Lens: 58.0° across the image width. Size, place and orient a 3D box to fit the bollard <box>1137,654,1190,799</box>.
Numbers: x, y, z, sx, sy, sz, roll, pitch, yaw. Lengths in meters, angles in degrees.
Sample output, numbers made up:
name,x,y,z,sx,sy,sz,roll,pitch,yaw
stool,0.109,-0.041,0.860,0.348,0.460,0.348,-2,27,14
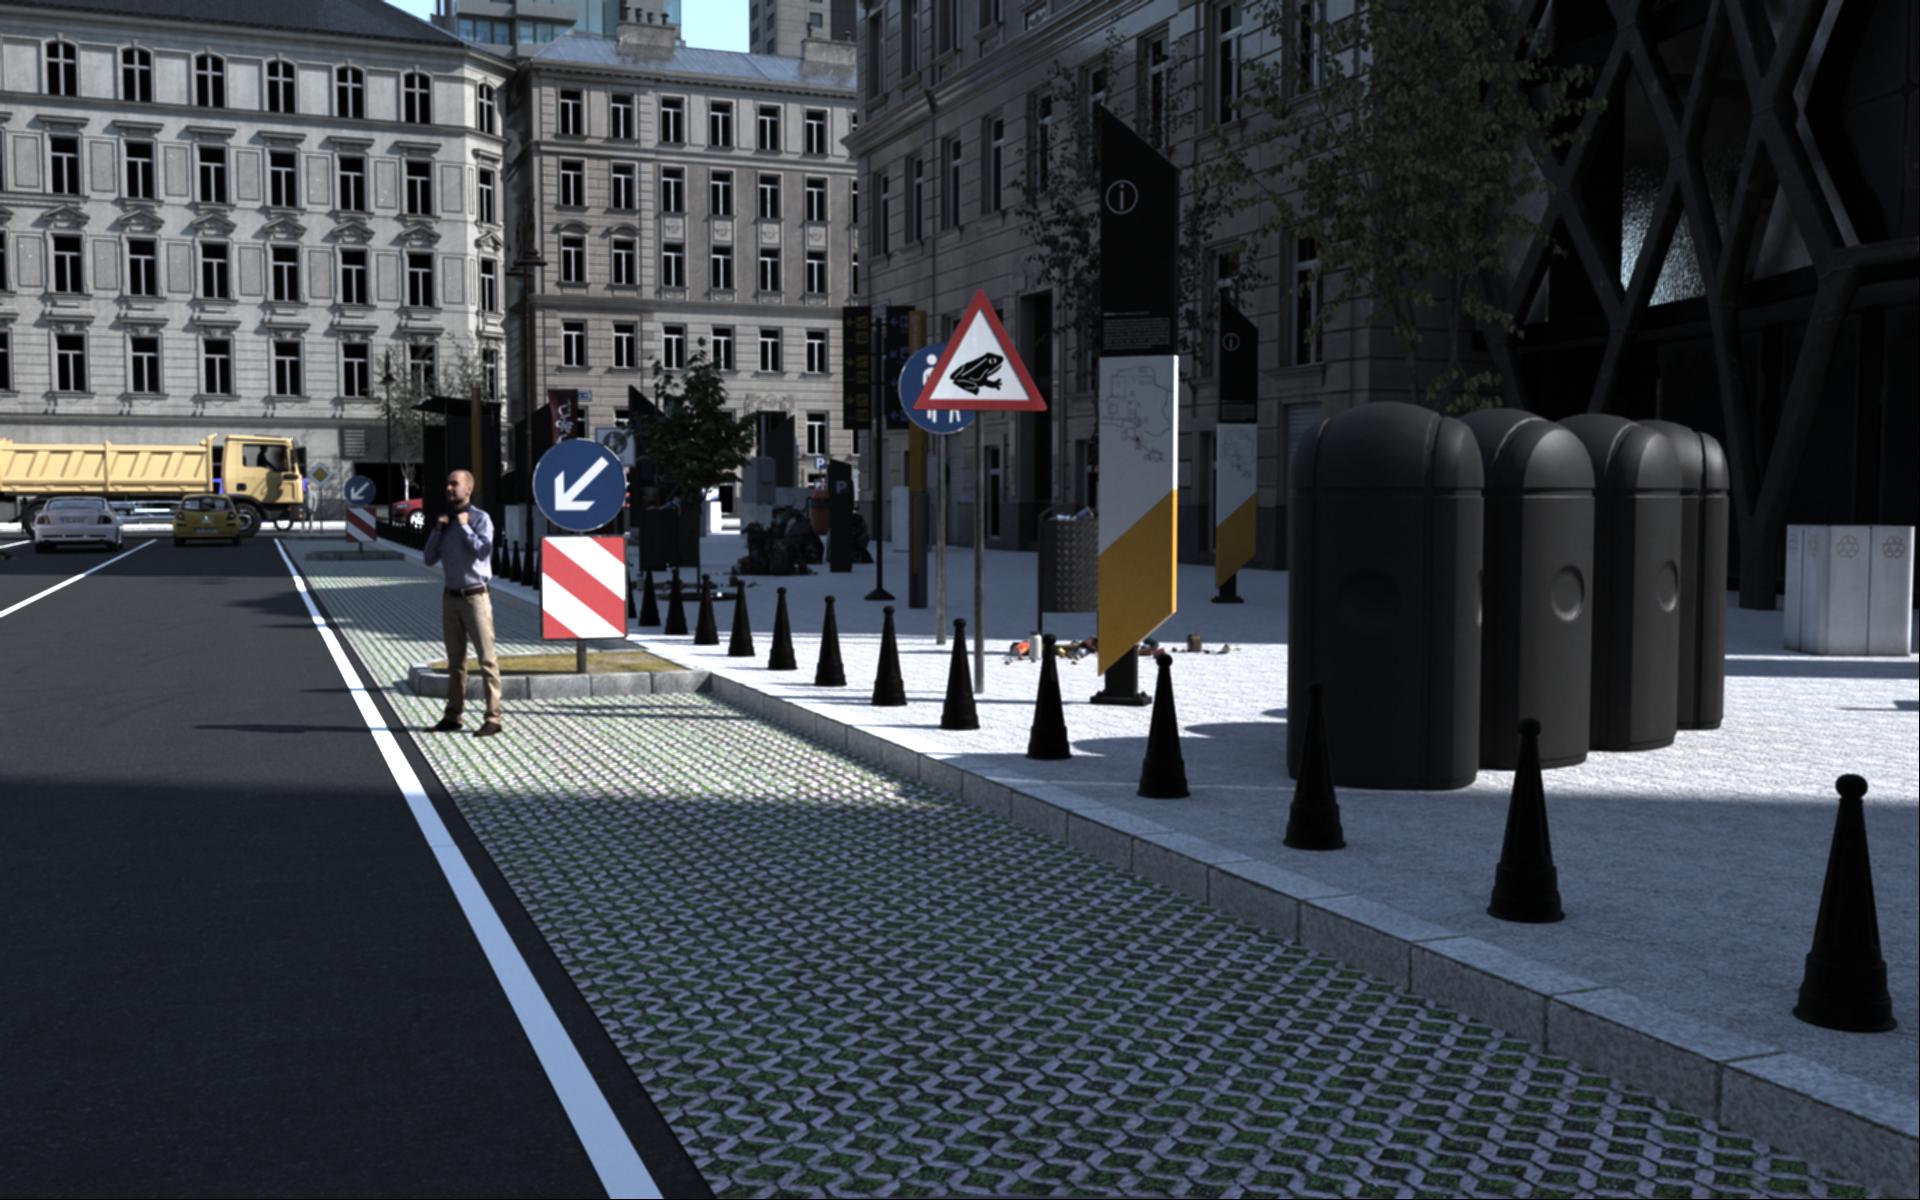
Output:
name,x,y,z,sx,sy,sz,roll,pitch,yaw
bollard,0.868,0.530,7.378,0.229,0.601,0.229,0,3,0

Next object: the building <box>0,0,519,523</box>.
name,x,y,z,sx,sy,sz,roll,pitch,yaw
building,-44.487,-18.774,83.366,44.131,29.872,17.030,-1,4,-22

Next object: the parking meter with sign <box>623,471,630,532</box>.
name,x,y,z,sx,sy,sz,roll,pitch,yaw
parking meter with sign,-11.643,-3.792,58.266,1.738,3.016,0.543,2,4,25

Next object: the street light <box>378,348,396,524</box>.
name,x,y,z,sx,sy,sz,roll,pitch,yaw
street light,-18.105,-5.022,54.904,0.468,5.910,1.993,-1,4,-22

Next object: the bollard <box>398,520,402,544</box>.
name,x,y,z,sx,sy,sz,roll,pitch,yaw
bollard,-13.858,-1.669,43.330,0.229,0.601,0.229,0,3,0

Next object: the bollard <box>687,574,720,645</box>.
name,x,y,z,sx,sy,sz,roll,pitch,yaw
bollard,-2.166,0.077,14.779,0.229,0.601,0.229,0,3,0

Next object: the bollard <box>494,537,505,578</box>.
name,x,y,z,sx,sy,sz,roll,pitch,yaw
bollard,-6.926,-0.634,26.403,0.229,0.601,0.229,0,3,0

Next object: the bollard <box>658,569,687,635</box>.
name,x,y,z,sx,sy,sz,roll,pitch,yaw
bollard,-2.597,0.013,15.833,0.229,0.601,0.229,0,3,0

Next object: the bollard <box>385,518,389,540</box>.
name,x,y,z,sx,sy,sz,roll,pitch,yaw
bollard,-15.592,-1.927,47.554,0.229,0.601,0.229,0,3,0

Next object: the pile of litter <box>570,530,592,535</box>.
name,x,y,z,sx,sy,sz,roll,pitch,yaw
pile of litter,-7.266,-1.213,33.795,1.719,0.858,1.176,3,5,43

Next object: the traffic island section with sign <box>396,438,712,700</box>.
name,x,y,z,sx,sy,sz,roll,pitch,yaw
traffic island section with sign,-3.070,-0.265,12.960,1.989,1.847,2.006,-1,4,-22

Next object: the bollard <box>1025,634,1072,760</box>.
name,x,y,z,sx,sy,sz,roll,pitch,yaw
bollard,0.433,0.465,8.439,0.229,0.601,0.229,0,3,0

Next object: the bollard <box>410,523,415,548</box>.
name,x,y,z,sx,sy,sz,roll,pitch,yaw
bollard,-12.561,-1.476,40.166,0.229,0.601,0.229,0,3,0

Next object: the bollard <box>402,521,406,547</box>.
name,x,y,z,sx,sy,sz,roll,pitch,yaw
bollard,-13.429,-1.604,42.273,0.229,0.601,0.229,0,3,0

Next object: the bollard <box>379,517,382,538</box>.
name,x,y,z,sx,sy,sz,roll,pitch,yaw
bollard,-16.455,-2.057,49.670,0.229,0.601,0.229,0,3,0

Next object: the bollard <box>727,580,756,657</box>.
name,x,y,z,sx,sy,sz,roll,pitch,yaw
bollard,-1.735,0.142,13.725,0.229,0.601,0.229,0,3,0

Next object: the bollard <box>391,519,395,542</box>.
name,x,y,z,sx,sy,sz,roll,pitch,yaw
bollard,-14.720,-1.798,45.447,0.229,0.601,0.229,0,3,0

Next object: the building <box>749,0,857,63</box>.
name,x,y,z,sx,sy,sz,roll,pitch,yaw
building,-14.485,-46.917,205.349,20.611,71.187,20.563,-1,4,-22

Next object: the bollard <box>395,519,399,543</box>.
name,x,y,z,sx,sy,sz,roll,pitch,yaw
bollard,-14.290,-1.733,44.384,0.229,0.601,0.229,0,3,0

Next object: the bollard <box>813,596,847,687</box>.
name,x,y,z,sx,sy,sz,roll,pitch,yaw
bollard,-0.871,0.271,11.612,0.229,0.601,0.229,0,3,0

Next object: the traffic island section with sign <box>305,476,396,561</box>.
name,x,y,z,sx,sy,sz,roll,pitch,yaw
traffic island section with sign,-13.281,-1.791,37.914,1.989,1.847,2.006,-1,4,-22

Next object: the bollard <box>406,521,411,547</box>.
name,x,y,z,sx,sy,sz,roll,pitch,yaw
bollard,-12.995,-1.540,41.219,0.229,0.601,0.229,0,3,0

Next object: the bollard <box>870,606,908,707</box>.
name,x,y,z,sx,sy,sz,roll,pitch,yaw
bollard,-0.433,0.336,10.545,0.229,0.601,0.229,0,3,0

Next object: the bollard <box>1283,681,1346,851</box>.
name,x,y,z,sx,sy,sz,roll,pitch,yaw
bollard,1.297,0.594,6.323,0.229,0.601,0.229,0,3,0

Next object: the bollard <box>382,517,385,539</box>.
name,x,y,z,sx,sy,sz,roll,pitch,yaw
bollard,-16.021,-1.992,48.609,0.229,0.601,0.229,0,3,0

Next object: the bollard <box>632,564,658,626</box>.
name,x,y,z,sx,sy,sz,roll,pitch,yaw
bollard,-3.030,-0.052,16.887,0.229,0.601,0.229,0,3,0

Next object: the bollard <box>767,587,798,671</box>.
name,x,y,z,sx,sy,sz,roll,pitch,yaw
bollard,-1.302,0.206,12.671,0.229,0.601,0.229,0,3,0

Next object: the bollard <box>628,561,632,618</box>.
name,x,y,z,sx,sy,sz,roll,pitch,yaw
bollard,-3.460,-0.117,17.949,0.229,0.601,0.229,0,3,0

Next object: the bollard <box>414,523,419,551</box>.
name,x,y,z,sx,sy,sz,roll,pitch,yaw
bollard,-12.129,-1.411,39.112,0.229,0.601,0.229,0,3,0

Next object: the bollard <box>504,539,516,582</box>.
name,x,y,z,sx,sy,sz,roll,pitch,yaw
bollard,-6.495,-0.569,25.349,0.229,0.601,0.229,0,3,0

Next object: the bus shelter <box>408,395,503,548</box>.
name,x,y,z,sx,sy,sz,roll,pitch,yaw
bus shelter,-12.893,-3.236,44.198,1.731,3.624,6.357,-1,4,-22

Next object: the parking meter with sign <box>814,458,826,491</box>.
name,x,y,z,sx,sy,sz,roll,pitch,yaw
parking meter with sign,-6.680,-5.235,81.851,0.543,3.016,1.738,0,4,2

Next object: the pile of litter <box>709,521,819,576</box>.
name,x,y,z,sx,sy,sz,roll,pitch,yaw
pile of litter,-3.136,-0.838,27.664,1.719,0.858,1.176,2,4,29

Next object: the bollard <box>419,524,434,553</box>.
name,x,y,z,sx,sy,sz,roll,pitch,yaw
bollard,-11.698,-1.346,38.050,0.229,0.601,0.229,0,3,0

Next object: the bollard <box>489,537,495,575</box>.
name,x,y,z,sx,sy,sz,roll,pitch,yaw
bollard,-7.362,-0.699,27.467,0.229,0.601,0.229,0,3,0

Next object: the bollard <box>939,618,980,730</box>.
name,x,y,z,sx,sy,sz,roll,pitch,yaw
bollard,-0.002,0.401,9.491,0.229,0.601,0.229,0,3,0

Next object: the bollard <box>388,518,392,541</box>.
name,x,y,z,sx,sy,sz,roll,pitch,yaw
bollard,-15.155,-1.863,46.499,0.229,0.601,0.229,0,3,0

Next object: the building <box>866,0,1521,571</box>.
name,x,y,z,sx,sy,sz,roll,pitch,yaw
building,6.858,-14.792,39.107,12.463,27.353,25.104,-1,4,-22

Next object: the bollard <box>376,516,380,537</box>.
name,x,y,z,sx,sy,sz,roll,pitch,yaw
bollard,-16.893,-2.122,50.734,0.229,0.601,0.229,0,3,0

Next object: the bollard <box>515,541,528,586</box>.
name,x,y,z,sx,sy,sz,roll,pitch,yaw
bollard,-6.061,-0.504,24.286,0.229,0.601,0.229,0,3,0

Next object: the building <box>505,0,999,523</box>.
name,x,y,z,sx,sy,sz,roll,pitch,yaw
building,-11.999,-18.237,95.435,25.104,27.353,12.463,-1,4,-22

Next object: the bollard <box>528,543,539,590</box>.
name,x,y,z,sx,sy,sz,roll,pitch,yaw
bollard,-5.629,-0.440,23.232,0.229,0.601,0.229,0,3,0

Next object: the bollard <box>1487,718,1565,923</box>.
name,x,y,z,sx,sy,sz,roll,pitch,yaw
bollard,1.726,0.659,5.268,0.229,0.601,0.229,0,3,0

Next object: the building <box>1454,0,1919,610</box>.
name,x,y,z,sx,sy,sz,roll,pitch,yaw
building,16.658,-9.377,20.767,16.820,18.784,16.811,-1,4,-22

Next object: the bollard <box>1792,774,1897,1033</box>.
name,x,y,z,sx,sy,sz,roll,pitch,yaw
bollard,2.162,0.723,4.216,0.229,0.601,0.229,0,3,0

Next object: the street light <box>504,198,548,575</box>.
name,x,y,z,sx,sy,sz,roll,pitch,yaw
street light,-6.831,-3.338,27.360,0.468,5.910,1.993,-1,4,-22

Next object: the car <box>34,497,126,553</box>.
name,x,y,z,sx,sy,sz,roll,pitch,yaw
car,-22.318,-1.931,43.929,2.083,1.381,4.827,-2,4,-24

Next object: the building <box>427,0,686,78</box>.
name,x,y,z,sx,sy,sz,roll,pitch,yaw
building,-38.818,-33.260,163.403,23.786,49.044,30.456,-1,4,-22
